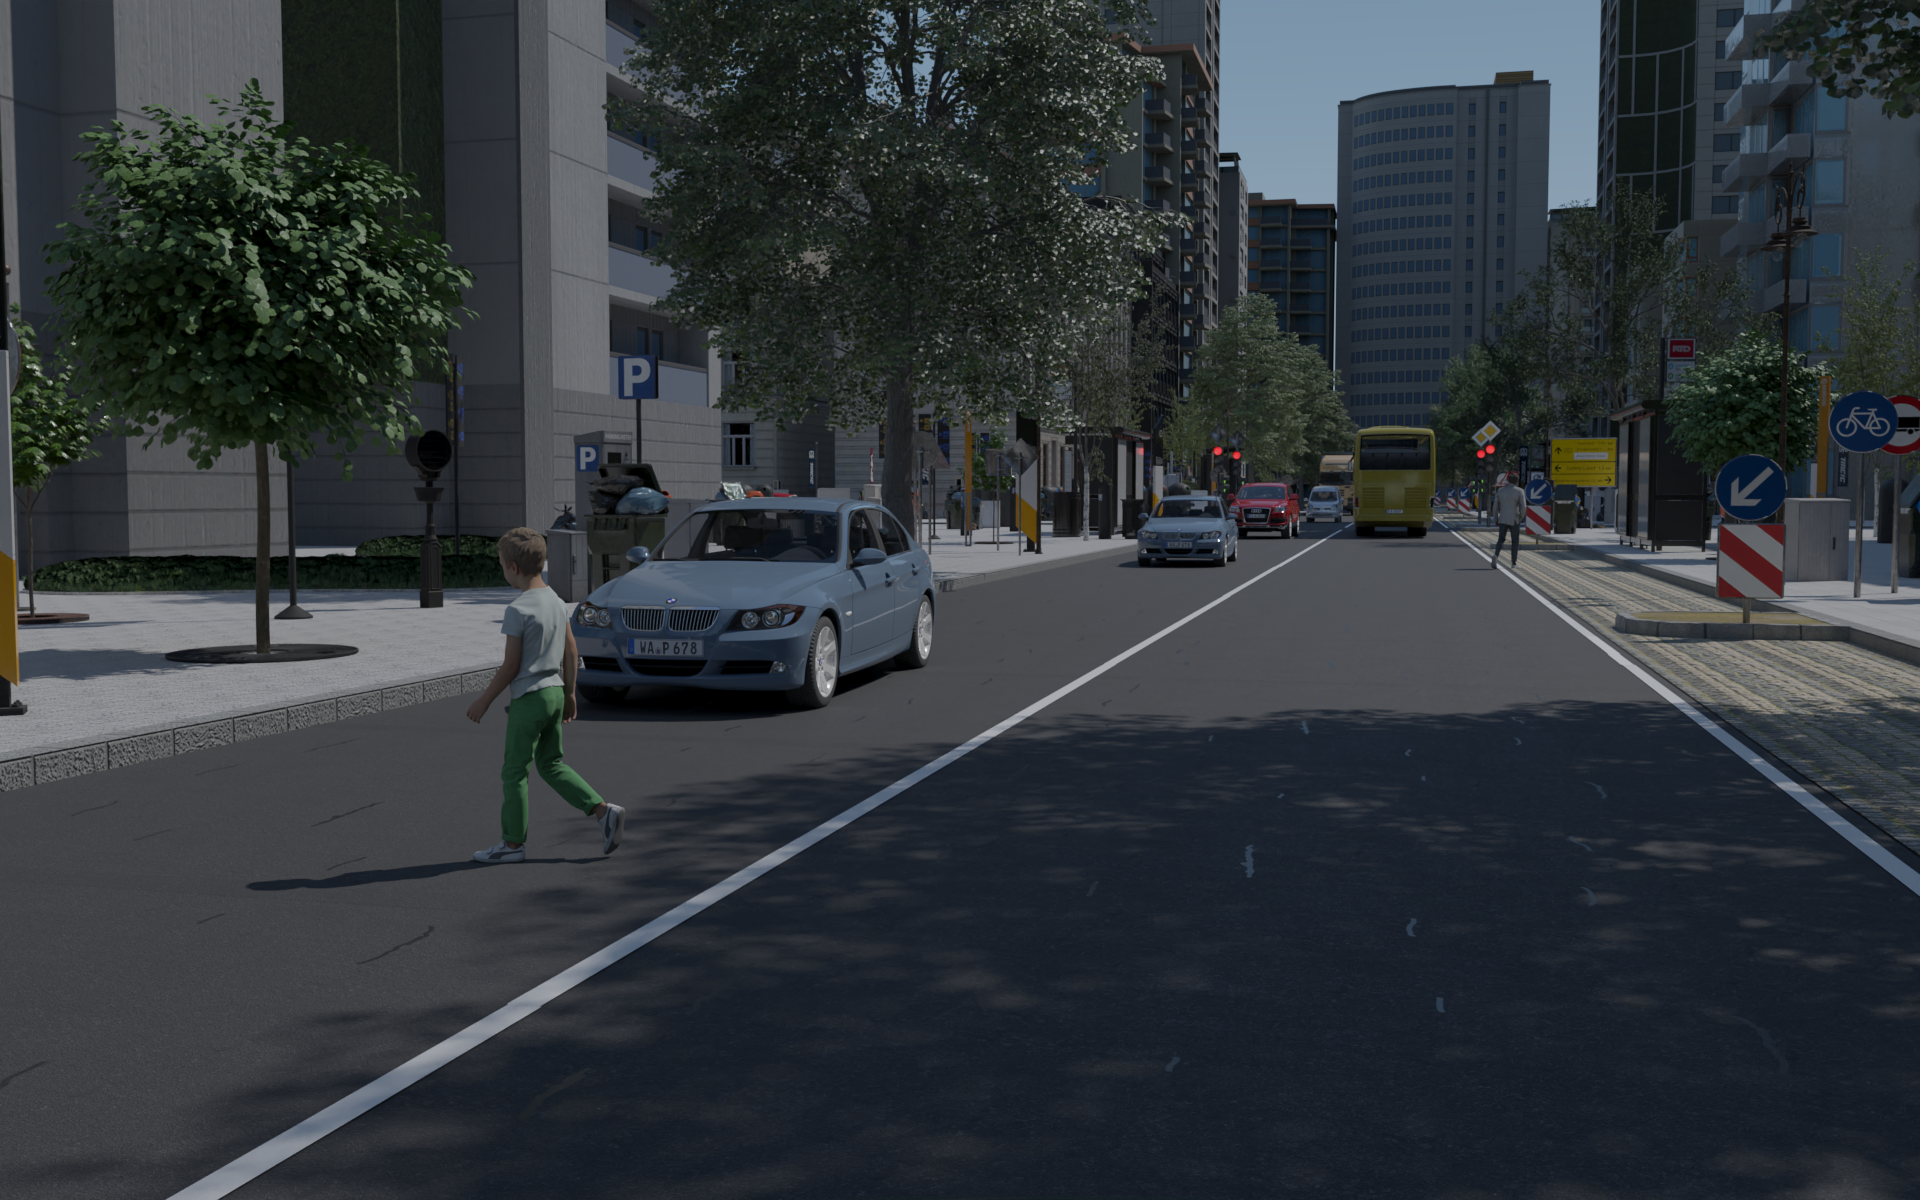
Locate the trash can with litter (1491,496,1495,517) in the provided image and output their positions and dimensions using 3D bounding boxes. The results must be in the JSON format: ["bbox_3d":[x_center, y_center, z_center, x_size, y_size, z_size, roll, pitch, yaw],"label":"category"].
[{"bbox_3d":[30.548,-5.365,99.102,0.624,1.170,1.055,1,4,20],"label":"trash can with litter"}]

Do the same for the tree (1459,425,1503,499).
[{"bbox_3d":[51.817,-13.821,176.336,4.737,8.622,4.395,0,3,0],"label":"tree"}]

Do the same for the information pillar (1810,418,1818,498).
[{"bbox_3d":[23.155,-3.385,46.699,0.183,3.616,0.504,-1,4,-13],"label":"information pillar"}]

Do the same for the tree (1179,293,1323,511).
[{"bbox_3d":[16.199,-11.024,98.369,7.486,12.596,7.792,0,3,0],"label":"tree"}]

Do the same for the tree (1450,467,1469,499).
[{"bbox_3d":[58.591,-15.493,203.677,4.360,8.622,3.978,0,3,0],"label":"tree"}]

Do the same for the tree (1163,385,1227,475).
[{"bbox_3d":[14.852,-10.051,114.697,4.737,8.622,4.395,0,3,0],"label":"tree"}]

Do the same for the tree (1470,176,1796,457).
[{"bbox_3d":[19.542,-7.075,50.090,8.767,10.594,7.601,1,4,18],"label":"tree"}]

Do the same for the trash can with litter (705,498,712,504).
[{"bbox_3d":[-6.230,-2.084,45.456,1.055,1.170,0.624,0,4,6],"label":"trash can with litter"}]

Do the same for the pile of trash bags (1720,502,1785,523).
[{"bbox_3d":[28.500,-3.127,60.882,3.447,1.369,1.912,1,4,13],"label":"pile of trash bags"}]

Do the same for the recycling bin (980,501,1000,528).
[{"bbox_3d":[1.068,-3.231,65.380,0.722,1.027,0.722,-1,4,-17],"label":"recycling bin"}]

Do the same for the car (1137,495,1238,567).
[{"bbox_3d":[4.748,-1.452,35.743,2.014,1.417,4.499,1,4,13],"label":"car"}]

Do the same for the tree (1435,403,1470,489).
[{"bbox_3d":[28.810,-9.369,87.599,7.601,10.594,8.767,-2,4,-31],"label":"tree"}]

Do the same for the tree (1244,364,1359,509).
[{"bbox_3d":[29.174,-14.147,148.310,9.611,12.733,9.660,0,3,0],"label":"tree"}]

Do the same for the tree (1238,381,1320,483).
[{"bbox_3d":[20.075,-9.713,109.163,4.737,8.622,4.395,0,3,0],"label":"tree"}]

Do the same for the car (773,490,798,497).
[{"bbox_3d":[-9.147,-4.276,78.946,4.494,1.783,2.155,1,4,13],"label":"car"}]

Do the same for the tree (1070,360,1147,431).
[{"bbox_3d":[7.977,-8.901,95.890,4.737,8.622,4.395,0,3,0],"label":"tree"}]

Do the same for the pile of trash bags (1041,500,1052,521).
[{"bbox_3d":[2.907,-4.410,81.852,3.447,1.369,1.912,-2,4,-28],"label":"pile of trash bags"}]

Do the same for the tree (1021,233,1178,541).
[{"bbox_3d":[3.694,-5.919,47.143,4.360,8.622,3.978,0,3,0],"label":"tree"}]

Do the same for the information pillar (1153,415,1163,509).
[{"bbox_3d":[5.861,-3.661,51.216,0.183,3.616,0.504,2,4,34],"label":"information pillar"}]

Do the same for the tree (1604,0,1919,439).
[{"bbox_3d":[9.025,-6.309,9.800,9.857,13.997,8.962,0,3,0],"label":"tree"}]

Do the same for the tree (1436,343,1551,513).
[{"bbox_3d":[35.642,-11.618,115.705,9.928,11.665,9.643,0,3,0],"label":"tree"}]

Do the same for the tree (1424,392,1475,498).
[{"bbox_3d":[54.830,-16.757,192.107,7.486,12.596,7.792,0,3,0],"label":"tree"}]

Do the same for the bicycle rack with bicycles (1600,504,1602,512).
[{"bbox_3d":[33.442,-4.682,89.939,2.925,0.926,2.852,1,4,16],"label":"bicycle rack with bicycles"}]

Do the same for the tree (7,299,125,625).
[{"bbox_3d":[-9.488,-1.392,17.357,1.663,3.219,1.824,0,3,0],"label":"tree"}]

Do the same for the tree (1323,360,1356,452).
[{"bbox_3d":[25.850,-12.992,130.546,7.486,12.596,7.792,0,3,0],"label":"tree"}]

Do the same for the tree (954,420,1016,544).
[{"bbox_3d":[0.885,-3.063,44.676,1.663,3.219,1.824,0,3,0],"label":"tree"}]

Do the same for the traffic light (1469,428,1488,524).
[{"bbox_3d":[22.191,-5.199,73.917,0.839,4.253,0.868,1,4,14],"label":"traffic light"}]

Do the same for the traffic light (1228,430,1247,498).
[{"bbox_3d":[12.244,-5.353,76.435,0.839,4.253,0.868,1,4,14],"label":"traffic light"}]

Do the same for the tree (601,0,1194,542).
[{"bbox_3d":[-0.974,-7.410,27.812,9.857,13.997,8.962,0,3,0],"label":"tree"}]

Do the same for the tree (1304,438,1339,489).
[{"bbox_3d":[38.570,-14.263,183.564,4.360,8.622,3.978,0,3,0],"label":"tree"}]

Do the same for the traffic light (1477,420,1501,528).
[{"bbox_3d":[20.212,-4.725,66.180,0.839,4.253,0.868,1,4,14],"label":"traffic light"}]

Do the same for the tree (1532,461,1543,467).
[{"bbox_3d":[47.593,-9.548,139.820,4.285,4.588,4.351,0,3,0],"label":"tree"}]

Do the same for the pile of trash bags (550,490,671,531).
[{"bbox_3d":[-7.767,-1.825,39.598,1.912,1.369,3.447,2,4,28],"label":"pile of trash bags"}]

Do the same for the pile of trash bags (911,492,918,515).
[{"bbox_3d":[-2.940,-3.661,69.612,3.447,1.369,1.912,3,4,36],"label":"pile of trash bags"}]

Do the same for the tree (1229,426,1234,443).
[{"bbox_3d":[18.962,-11.257,134.415,4.737,8.622,4.395,0,3,0],"label":"tree"}]

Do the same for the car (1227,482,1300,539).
[{"bbox_3d":[10.020,-2.957,57.027,2.281,1.827,5.304,1,4,15],"label":"car"}]

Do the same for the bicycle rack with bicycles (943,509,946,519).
[{"bbox_3d":[0.805,-4.485,86.712,2.852,0.926,2.925,-2,4,-27],"label":"bicycle rack with bicycles"}]

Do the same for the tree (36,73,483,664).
[{"bbox_3d":[-5.509,-1.827,13.587,4.285,4.588,4.351,0,3,0],"label":"tree"}]

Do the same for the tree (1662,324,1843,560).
[{"bbox_3d":[15.391,-3.052,33.608,4.285,4.588,4.351,0,3,0],"label":"tree"}]

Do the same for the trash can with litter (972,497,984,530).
[{"bbox_3d":[0.505,-3.064,61.486,0.624,1.170,1.055,0,4,6],"label":"trash can with litter"}]

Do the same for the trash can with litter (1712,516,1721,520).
[{"bbox_3d":[37.684,-4.649,87.066,1.678,1.210,2.233,2,4,27],"label":"trash can with litter"}]

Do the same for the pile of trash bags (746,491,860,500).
[{"bbox_3d":[-4.956,-2.656,53.176,3.447,1.369,1.912,-2,4,-25],"label":"pile of trash bags"}]

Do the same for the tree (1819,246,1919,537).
[{"bbox_3d":[27.191,-6.155,50.999,4.737,8.622,4.395,0,3,0],"label":"tree"}]

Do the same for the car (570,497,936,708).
[{"bbox_3d":[-1.400,-0.076,13.247,2.014,1.417,4.499,1,4,13],"label":"car"}]

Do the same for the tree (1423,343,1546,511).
[{"bbox_3d":[40.002,-13.143,131.891,9.611,12.733,9.660,0,3,0],"label":"tree"}]

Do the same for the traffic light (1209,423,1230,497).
[{"bbox_3d":[10.266,-4.879,68.698,0.839,4.253,0.868,1,4,14],"label":"traffic light"}]
